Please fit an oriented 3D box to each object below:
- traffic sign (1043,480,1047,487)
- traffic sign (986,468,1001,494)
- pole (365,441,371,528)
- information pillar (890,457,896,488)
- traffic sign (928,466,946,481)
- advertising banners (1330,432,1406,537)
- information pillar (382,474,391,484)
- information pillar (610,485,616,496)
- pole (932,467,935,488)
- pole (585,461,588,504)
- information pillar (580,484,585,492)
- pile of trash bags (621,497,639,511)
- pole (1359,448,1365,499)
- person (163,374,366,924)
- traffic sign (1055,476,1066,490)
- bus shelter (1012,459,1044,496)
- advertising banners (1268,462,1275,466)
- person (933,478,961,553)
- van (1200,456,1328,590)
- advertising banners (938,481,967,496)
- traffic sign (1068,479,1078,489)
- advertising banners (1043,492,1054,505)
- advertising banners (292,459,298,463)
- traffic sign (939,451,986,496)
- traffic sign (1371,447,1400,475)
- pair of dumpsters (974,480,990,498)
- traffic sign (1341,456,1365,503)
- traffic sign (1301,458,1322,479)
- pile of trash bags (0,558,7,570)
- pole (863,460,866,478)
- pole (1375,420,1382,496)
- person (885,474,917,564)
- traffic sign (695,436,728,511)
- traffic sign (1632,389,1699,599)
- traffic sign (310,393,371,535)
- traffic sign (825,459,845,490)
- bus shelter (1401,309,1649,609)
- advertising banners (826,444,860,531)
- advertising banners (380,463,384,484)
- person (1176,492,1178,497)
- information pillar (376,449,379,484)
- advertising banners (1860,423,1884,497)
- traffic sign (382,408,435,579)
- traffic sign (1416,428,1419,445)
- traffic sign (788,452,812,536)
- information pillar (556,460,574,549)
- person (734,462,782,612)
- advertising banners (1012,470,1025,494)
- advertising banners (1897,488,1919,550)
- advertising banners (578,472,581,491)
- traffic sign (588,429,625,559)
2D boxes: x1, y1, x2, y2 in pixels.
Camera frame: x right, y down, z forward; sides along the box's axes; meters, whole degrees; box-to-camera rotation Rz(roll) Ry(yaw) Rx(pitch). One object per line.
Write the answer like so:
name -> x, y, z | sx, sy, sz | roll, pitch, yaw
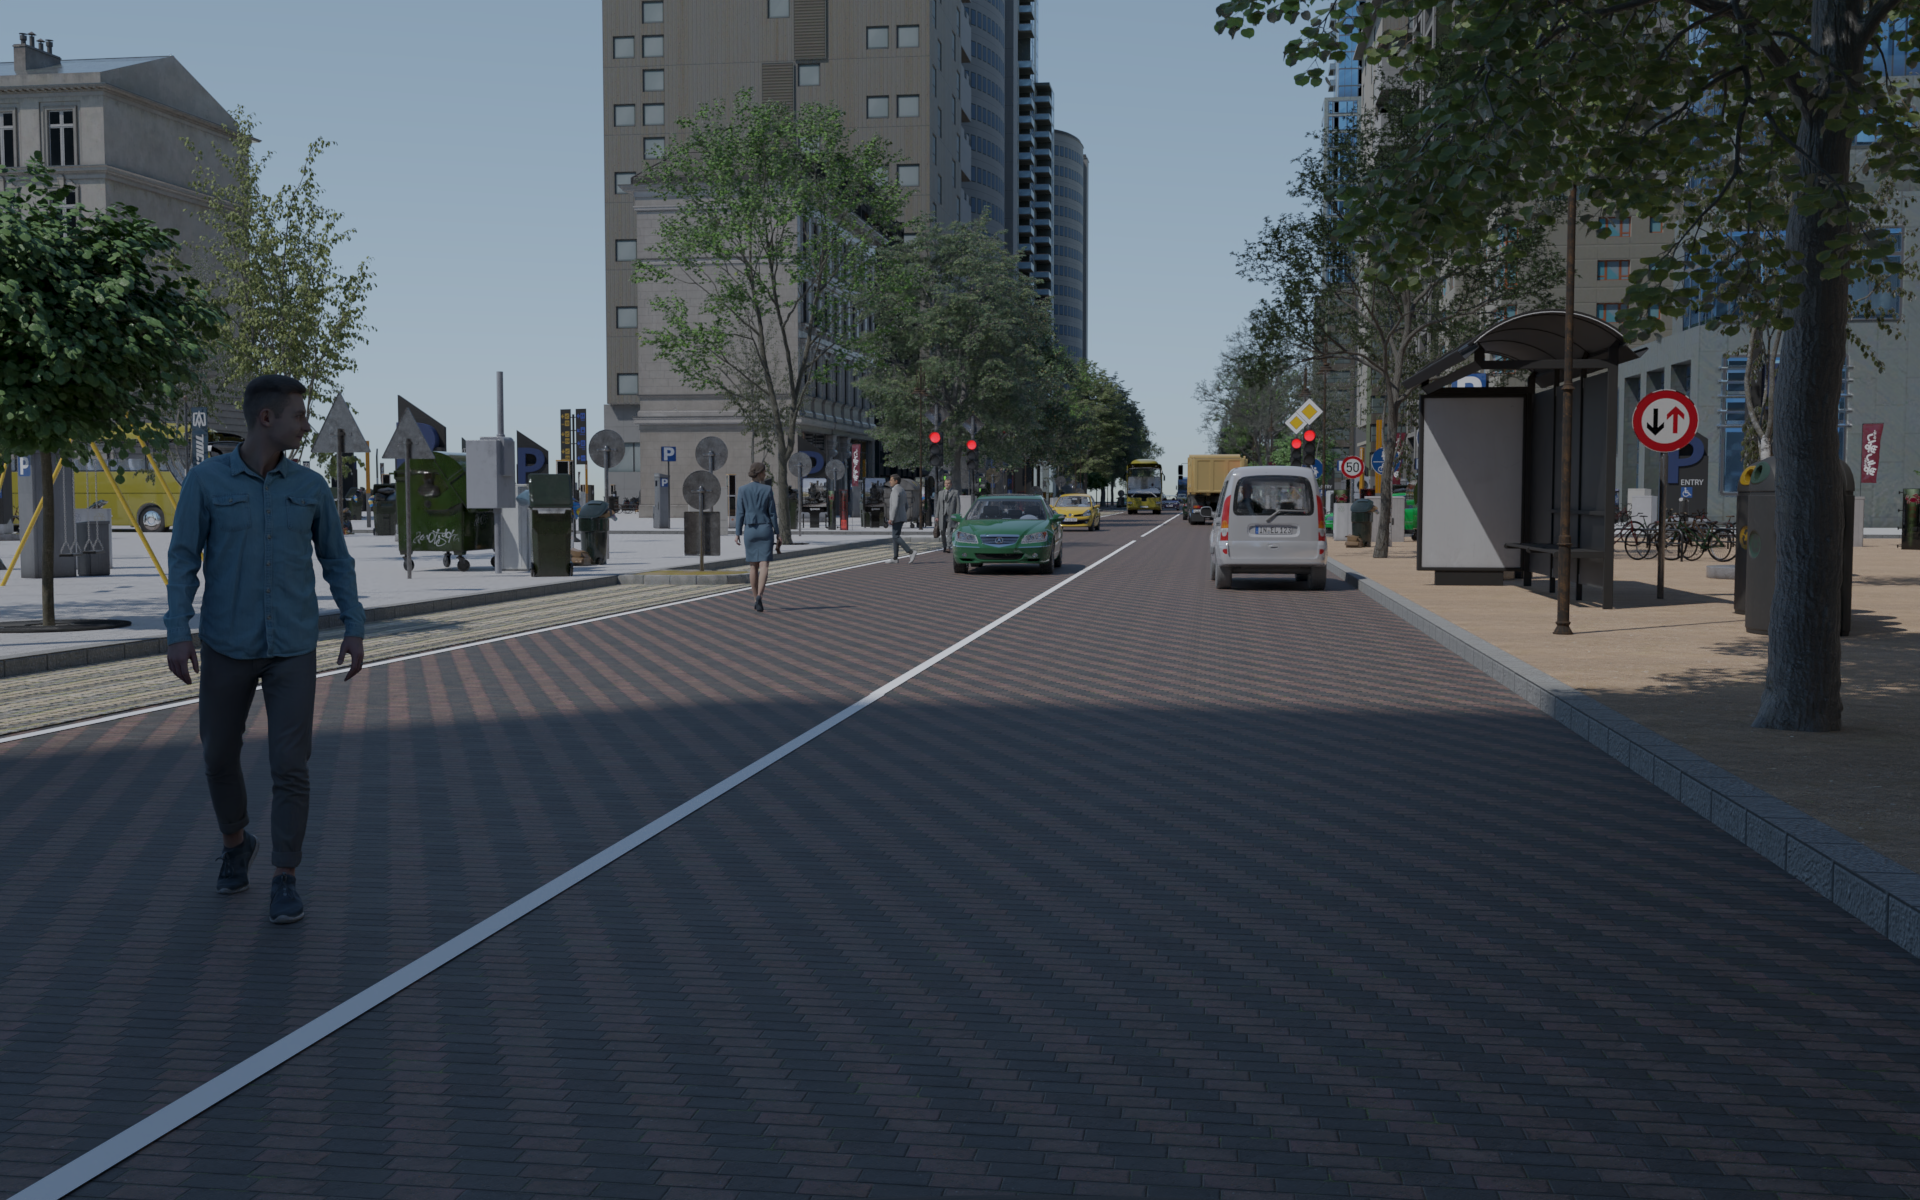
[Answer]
traffic sign -> 5.763, -7.547, 123.393 | 0.884, 2.594, 0.081 | 1, 4, 14
traffic sign -> 1.573, -5.093, 83.369 | 0.768, 2.556, 0.104 | 1, 4, 9
pole -> -22.630, -4.427, 66.222 | 0.158, 3.312, 0.155 | 0, 3, 0
information pillar -> -4.021, -6.890, 104.005 | 0.183, 3.616, 0.504 | 3, 4, 38
traffic sign -> -0.976, -4.301, 70.323 | 0.884, 2.594, 0.081 | 1, 4, 16
advertising banners -> 11.592, -3.245, 49.247 | 2.074, 3.025, 0.090 | 1, 4, 10
information pillar -> -21.019, -3.609, 63.500 | 0.304, 2.012, 0.304 | -1, 4, -19
information pillar -> -26.906, -7.943, 134.354 | 0.304, 2.012, 0.304 | 1, 4, 16
pole -> -1.958, -8.285, 129.300 | 0.158, 3.312, 0.155 | 0, 3, 0
pole -> -22.703, -6.817, 105.293 | 0.158, 3.312, 0.155 | 0, 3, 0
information pillar -> -28.554, -7.750, 131.196 | 0.304, 2.012, 0.304 | 2, 4, 25
pile of trash bags -> -24.317, -7.585, 133.769 | 3.447, 1.369, 1.912 | -2, 4, -32
pole -> 17.640, -5.027, 76.029 | 0.158, 3.312, 0.155 | 0, 3, 0
person -> -2.408, 0.142, 6.045 | 0.638, 1.841, 0.748 | -1, 4, -18
traffic sign -> 7.105, -7.484, 122.463 | 0.768, 2.556, 0.104 | 1, 4, 10
bus shelter -> 3.703, -7.719, 103.829 | 2.179, 5.291, 8.768 | 1, 4, 8
advertising banners -> 17.750, -6.024, 94.674 | 2.074, 3.025, 0.090 | -1, 4, -18
person -> -0.332, -2.058, 42.255 | 0.694, 1.812, 0.767 | 1, 4, 16
van -> 4.828, -1.246, 27.381 | 2.013, 2.044, 4.112 | 0, 4, 7
advertising banners -> -0.577, -6.331, 99.707 | 2.074, 3.025, 0.090 | -1, 4, -16
traffic sign -> 8.721, -8.094, 133.528 | 0.795, 2.450, 0.064 | 1, 4, 15
advertising banners -> 5.954, -7.717, 122.354 | 0.090, 3.025, 2.074 | 3, 5, 42
advertising banners -> -33.172, -5.429, 84.954 | 2.074, 3.025, 0.090 | 2, 4, 27
traffic sign -> 0.116, -5.366, 81.615 | 2.265, 3.308, 0.079 | 1, 4, 13
traffic sign -> 11.473, -2.851, 46.716 | 0.768, 2.556, 0.104 | 1, 4, 17
pair of dumpsters -> 1.651, -6.168, 103.345 | 1.574, 2.255, 4.437 | 1, 4, 8
traffic sign -> 13.009, -3.506, 57.430 | 0.768, 2.556, 0.104 | 1, 4, 14
traffic sign -> 12.402, -3.727, 61.038 | 0.768, 2.556, 0.104 | 1, 4, 9
pile of trash bags -> -17.745, -1.214, 29.595 | 1.912, 1.369, 3.447 | -3, 5, -44
pole -> -5.649, -6.641, 102.417 | 0.158, 3.312, 0.155 | 0, 3, 0
pole -> 11.527, -3.295, 47.715 | 0.158, 3.312, 0.155 | 0, 3, 0
person -> -1.202, -1.669, 35.634 | 0.795, 1.843, 0.661 | 1, 4, 21
traffic sign -> -5.484, -2.328, 38.176 | 0.768, 2.556, 0.104 | 1, 4, 14
traffic sign -> 8.578, -1.286, 21.137 | 0.768, 2.556, 0.104 | 1, 4, 12
traffic sign -> -7.962, -1.360, 22.246 | 0.884, 2.594, 0.081 | 1, 4, 16
traffic sign -> -4.575, -3.867, 63.325 | 0.768, 2.556, 0.104 | 1, 4, 14
bus shelter -> 6.845, -1.698, 21.689 | 2.014, 3.302, 5.546 | 0, 4, 8
advertising banners -> -4.107, -3.968, 61.069 | 0.090, 3.025, 2.074 | -3, 4, -38
advertising banners -> -31.714, -6.115, 96.165 | 0.090, 3.025, 2.074 | -3, 5, -44
person -> 33.855, -15.927, 269.614 | 1.217, 1.736, 0.721 | -1, 4, -17
information pillar -> -29.887, -5.965, 88.876 | 0.183, 3.616, 0.504 | -1, 4, -14
advertising banners -> 22.006, -2.883, 43.327 | 0.090, 3.025, 2.074 | -3, 4, -36
traffic sign -> -8.334, -1.599, 26.149 | 0.884, 2.594, 0.081 | 1, 4, 13
traffic sign -> 7.577, -1.665, 27.321 | 0.768, 2.556, 0.104 | 1, 4, 11
traffic sign -> -4.862, -3.207, 52.539 | 0.768, 2.556, 0.104 | 1, 4, 16
information pillar -> -8.516, -2.009, 37.342 | 0.304, 2.012, 0.304 | 0, 4, 1
person -> -2.496, -0.776, 21.211 | 0.581, 1.822, 0.654 | 1, 4, 11
advertising banners -> 3.498, -6.271, 98.725 | 2.074, 3.025, 0.090 | -2, 4, -24
advertising banners -> 22.334, -2.628, 39.152 | 0.090, 3.025, 2.074 | -3, 5, -39
advertising banners -> -29.821, -8.454, 134.414 | 0.090, 3.025, 2.074 | 1, 4, 10
traffic sign -> -6.965, -2.081, 34.126 | 0.768, 2.556, 0.104 | 1, 4, 11
